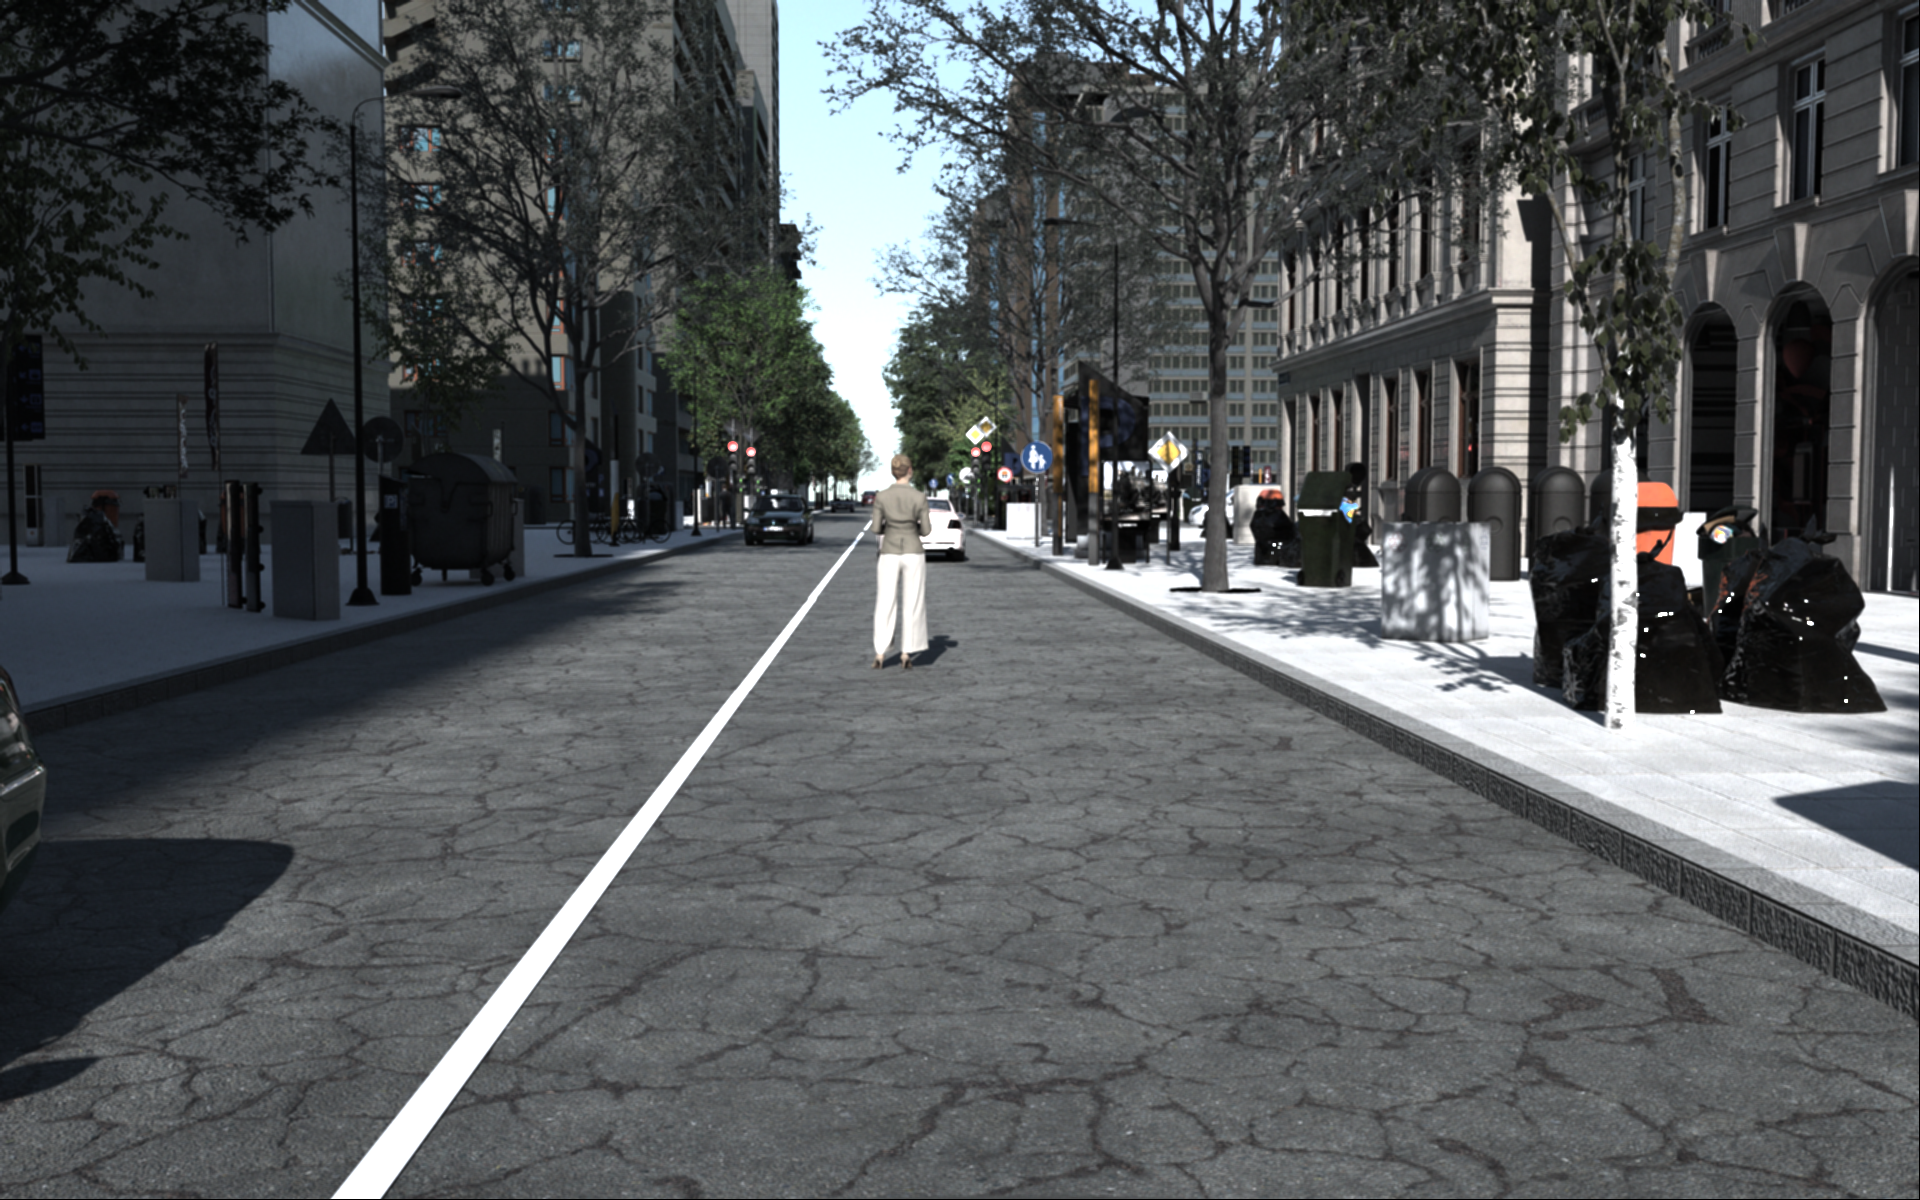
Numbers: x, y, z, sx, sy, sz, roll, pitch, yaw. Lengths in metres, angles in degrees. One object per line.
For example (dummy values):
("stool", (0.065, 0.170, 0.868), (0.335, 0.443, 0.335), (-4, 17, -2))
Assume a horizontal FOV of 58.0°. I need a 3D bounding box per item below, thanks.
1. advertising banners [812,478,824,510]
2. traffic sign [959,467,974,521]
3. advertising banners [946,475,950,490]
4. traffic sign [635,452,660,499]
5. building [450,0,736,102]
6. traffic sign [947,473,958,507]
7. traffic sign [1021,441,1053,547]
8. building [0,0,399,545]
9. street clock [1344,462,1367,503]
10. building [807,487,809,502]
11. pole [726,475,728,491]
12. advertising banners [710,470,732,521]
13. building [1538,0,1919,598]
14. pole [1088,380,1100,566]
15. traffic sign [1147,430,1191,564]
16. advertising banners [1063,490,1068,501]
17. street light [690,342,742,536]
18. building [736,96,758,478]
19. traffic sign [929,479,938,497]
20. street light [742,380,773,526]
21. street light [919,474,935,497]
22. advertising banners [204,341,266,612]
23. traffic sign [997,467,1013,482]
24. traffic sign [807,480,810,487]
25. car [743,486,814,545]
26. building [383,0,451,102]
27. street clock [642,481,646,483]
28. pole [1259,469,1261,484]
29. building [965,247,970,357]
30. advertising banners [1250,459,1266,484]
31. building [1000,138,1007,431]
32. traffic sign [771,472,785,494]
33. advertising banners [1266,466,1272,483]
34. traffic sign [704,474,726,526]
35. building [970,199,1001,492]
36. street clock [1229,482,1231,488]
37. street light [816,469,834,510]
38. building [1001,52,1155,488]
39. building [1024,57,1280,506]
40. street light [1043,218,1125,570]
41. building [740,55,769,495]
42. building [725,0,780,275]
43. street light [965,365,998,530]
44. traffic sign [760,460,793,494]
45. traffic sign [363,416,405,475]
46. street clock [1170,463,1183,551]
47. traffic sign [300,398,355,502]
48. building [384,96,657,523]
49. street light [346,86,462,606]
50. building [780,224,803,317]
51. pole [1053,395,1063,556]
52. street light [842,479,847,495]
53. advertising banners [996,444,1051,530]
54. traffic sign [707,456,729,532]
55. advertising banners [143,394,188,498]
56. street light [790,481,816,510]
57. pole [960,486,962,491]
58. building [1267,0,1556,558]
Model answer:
("advertising banners", (-11.662, -8.929, 142.170), (0.090, 3.025, 2.074), (-2, 4, -31))
("traffic sign", (0.337, -5.041, 82.528), (0.768, 2.556, 0.104), (0, 3, 0))
("advertising banners", (-0.421, -7.576, 120.056), (0.090, 3.025, 2.074), (2, 4, 34))
("traffic sign", (-9.533, -3.227, 52.869), (0.768, 2.556, 0.104), (0, 4, 2))
("building", (-31.466, -32.461, 154.437), (21.300, 48.544, 21.600), (0, 4, -2))
("traffic sign", (-0.424, -6.386, 104.517), (0.768, 2.556, 0.104), (0, 4, -1))
("traffic sign", (1.864, -2.556, 41.895), (0.768, 2.556, 0.104), (0, 4, 4))
("building", (-27.284, -12.949, 47.881), (21.152, 22.565, 11.583), (0, 4, -2))
("street clock", (9.023, -2.141, 39.576), (0.471, 2.002, 0.358), (-1, 4, -20))
("building", (-33.111, -31.937, 293.876), (14.160, 30.474, 14.107), (0, 4, -2))
("pole", (-19.358, -9.188, 144.066), (0.158, 3.312, 0.155), (0, 3, 0))
("advertising banners", (-11.280, -5.283, 82.572), (0.090, 3.025, 2.074), (2, 4, 26))
("building", (17.515, -10.973, 21.211), (13.314, 21.916, 24.055), (0, 4, -2))
("pole", (2.402, -2.273, 31.013), (0.158, 3.312, 0.155), (0, 3, 0))
("traffic sign", (3.792, -1.855, 31.511), (0.795, 2.450, 0.064), (0, 4, 5))
("advertising banners", (4.178, -3.948, 60.740), (2.074, 3.025, 0.090), (-2, 4, -30))
("street light", (-7.547, -4.918, 52.953), (1.470, 5.913, 1.316), (0, 4, -2))
("building", (-27.658, -29.920, 172.794), (14.154, 41.232, 14.086), (0, 4, -2))
("traffic sign", (-2.220, -8.887, 145.402), (0.768, 2.556, 0.104), (0, 4, -1))
("street light", (-8.290, -5.983, 70.368), (1.470, 5.913, 1.316), (0, 4, -2))
("street light", (-2.881, -11.181, 155.356), (1.470, 5.913, 1.316), (0, 4, -2))
("advertising banners", (-8.168, -1.422, 19.442), (0.090, 3.025, 2.074), (-3, 4, -37))
("traffic sign", (2.075, -4.924, 80.610), (0.768, 2.556, 0.104), (0, 4, 1))
("traffic sign", (-12.353, -8.474, 138.657), (0.768, 2.556, 0.104), (0, 4, -1))
("car", (-5.150, -2.430, 49.519), (2.009, 1.686, 4.222), (0, 4, -1))
("building", (-30.662, -30.890, 128.745), (21.300, 48.544, 21.600), (0, 4, -2))
("street clock", (-16.845, -5.414, 93.091), (0.471, 2.002, 0.358), (2, 4, 32))
("pole", (23.982, -8.843, 138.427), (0.158, 3.312, 0.155), (0, 3, 0))
("building", (12.114, -38.900, 290.643), (22.147, 44.769, 28.867), (0, 4, -2))
("advertising banners", (14.846, -5.543, 86.815), (0.090, 3.025, 2.074), (2, 4, 28))
("building", (16.048, -33.281, 198.770), (22.147, 44.769, 28.867), (0, 4, -2))
("traffic sign", (-10.266, -5.965, 97.632), (0.768, 2.556, 0.104), (0, 4, 0))
("advertising banners", (18.714, -6.895, 108.920), (0.090, 3.025, 2.074), (-3, 5, -41))
("traffic sign", (-9.813, -4.249, 69.470), (0.884, 2.594, 0.081), (0, 4, 3))
("building", (9.298, -36.985, 254.822), (14.600, 45.320, 14.200), (0, 4, -2))
("street clock", (14.846, -5.635, 96.694), (0.471, 2.002, 0.358), (-1, 4, -8))
("street light", (-10.868, -10.029, 136.518), (1.470, 5.913, 1.316), (0, 4, -2))
("building", (12.177, -32.231, 177.092), (14.600, 45.320, 14.200), (0, 4, -2))
("building", (22.354, -28.544, 158.570), (32.217, 40.220, 23.993), (0, 4, -2))
("street light", (2.091, -3.471, 29.284), (1.470, 5.913, 1.316), (0, 4, -2))
("building", (-32.350, -34.649, 190.211), (21.300, 48.544, 21.600), (0, 4, -2))
("building", (-33.847, -49.393, 245.832), (20.563, 71.187, 20.611), (0, 4, -2))
("street light", (0.765, -5.493, 62.357), (1.470, 5.913, 1.316), (0, 4, -2))
("traffic sign", (-10.805, -6.526, 100.574), (2.265, 3.308, 0.079), (0, 4, 3))
("traffic sign", (-9.465, -1.728, 28.354), (0.768, 2.556, 0.104), (0, 4, 6))
("street clock", (4.862, -2.116, 39.163), (0.358, 2.002, 0.471), (2, 4, 24))
("traffic sign", (-8.514, -1.437, 23.494), (0.884, 2.594, 0.081), (0, 4, 4))
("building", (-31.813, -15.023, 90.669), (27.650, 21.520, 28.899), (0, 4, -2))
("street light", (-6.371, -2.895, 19.874), (1.470, 5.913, 1.316), (0, 4, -2))
("building", (-36.085, -37.725, 271.429), (22.147, 44.769, 28.867), (0, 4, -2))
("pole", (2.031, -2.571, 35.874), (0.158, 3.312, 0.155), (0, 3, 0))
("street light", (-12.536, -12.655, 179.457), (1.470, 5.913, 1.316), (0, 4, -2))
("advertising banners", (2.246, -3.976, 61.203), (2.074, 3.025, 0.090), (2, 4, 23))
("traffic sign", (-8.149, -3.556, 58.252), (0.768, 2.556, 0.104), (0, 4, 7))
("advertising banners", (-13.582, -2.051, 29.729), (0.090, 3.025, 2.074), (0, 4, -5))
("street light", (-9.552, -8.006, 103.444), (1.470, 5.913, 1.316), (0, 4, -2))
("pole", (0.073, -8.379, 130.842), (0.158, 3.312, 0.155), (0, 3, 0))
("building", (15.302, -12.713, 44.011), (11.583, 22.565, 21.152), (0, 4, -2))
